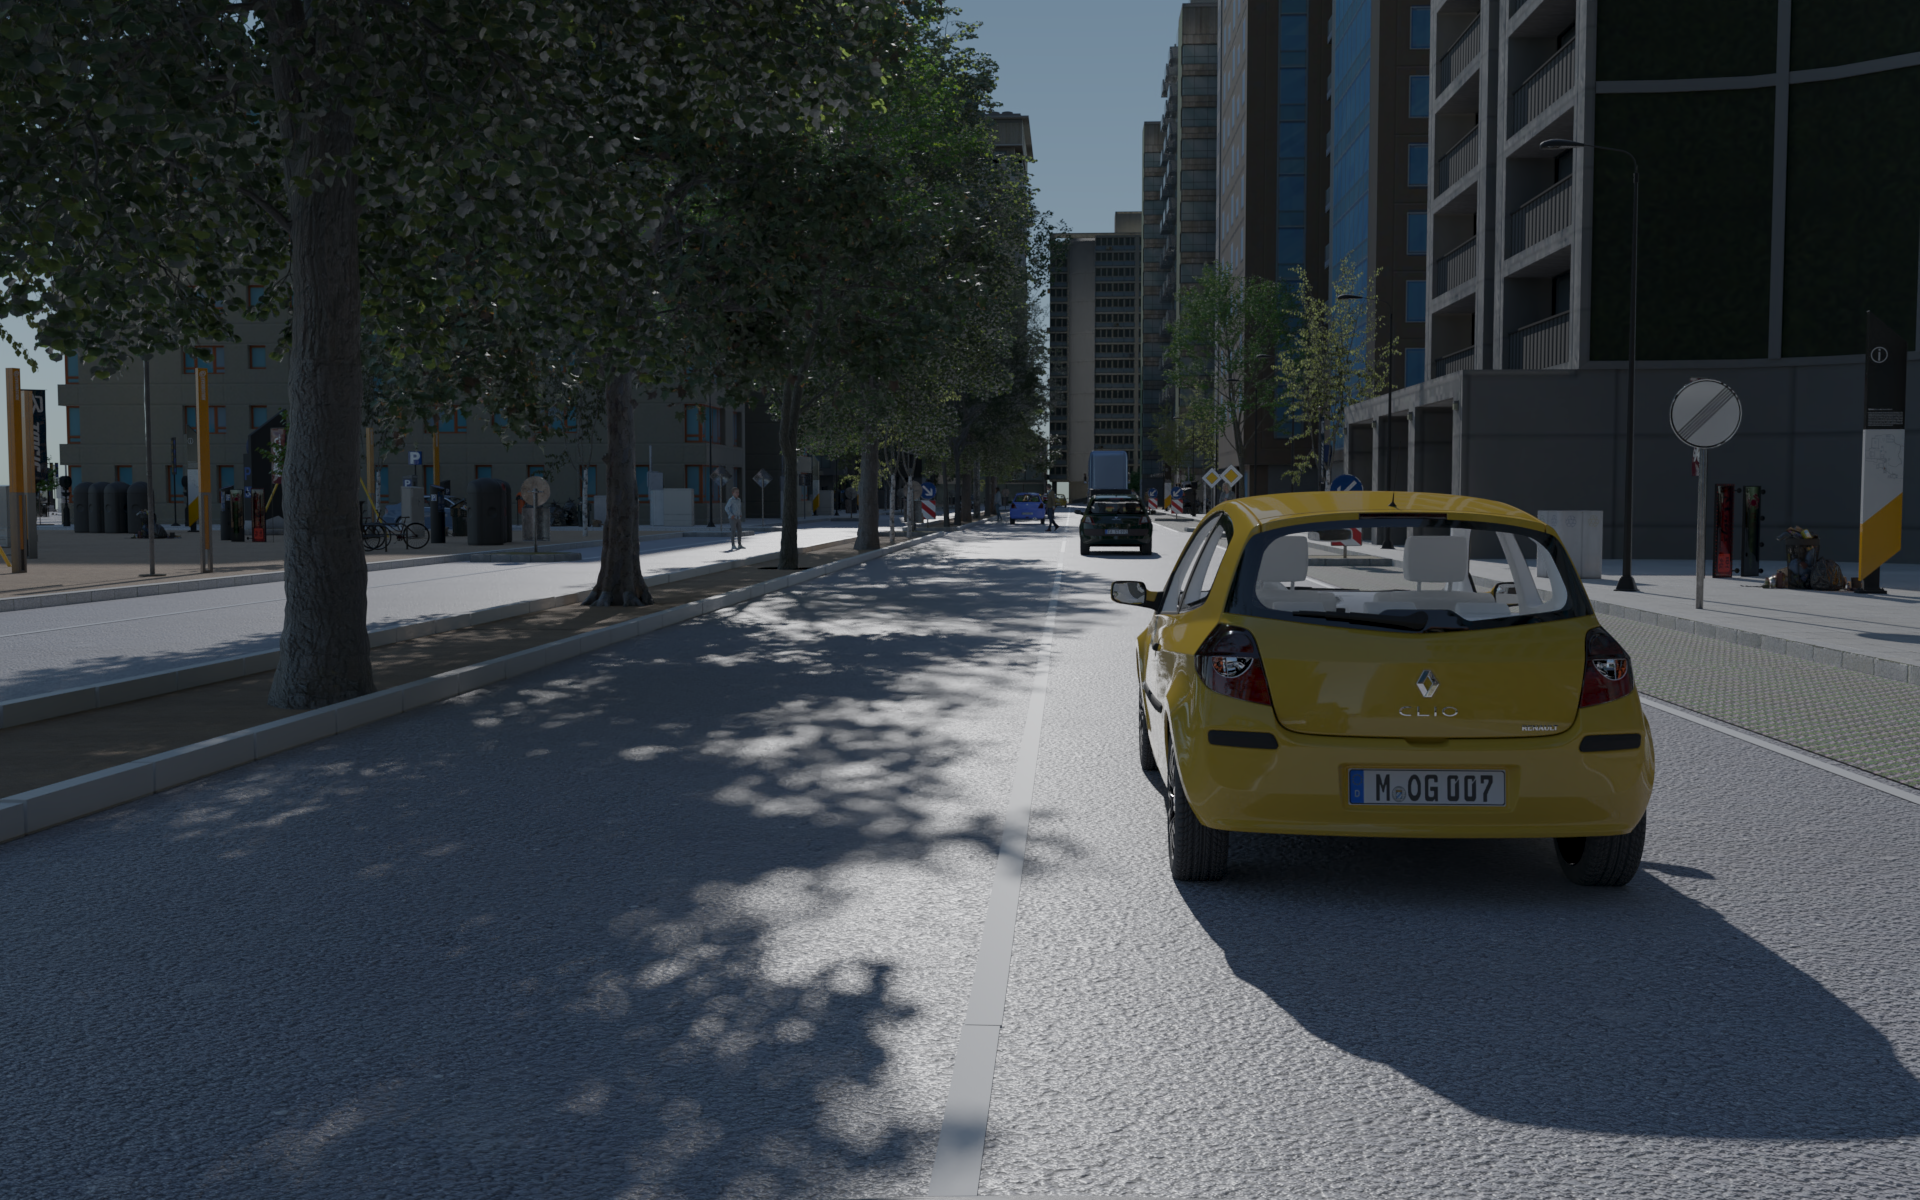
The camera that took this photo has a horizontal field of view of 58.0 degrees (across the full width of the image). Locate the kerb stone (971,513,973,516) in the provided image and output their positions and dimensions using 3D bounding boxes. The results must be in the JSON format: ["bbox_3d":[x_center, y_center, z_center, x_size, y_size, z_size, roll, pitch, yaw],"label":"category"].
[{"bbox_3d":[0.971,-5.731,115.927,0.120,0.150,1.000,0,4,4],"label":"kerb stone"}]

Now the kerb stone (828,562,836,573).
[{"bbox_3d":[-2.411,-0.557,31.304,0.120,0.150,1.000,0,4,4],"label":"kerb stone"}]

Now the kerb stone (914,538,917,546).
[{"bbox_3d":[-1.358,-1.558,47.663,0.120,0.150,1.000,0,4,4],"label":"kerb stone"}]

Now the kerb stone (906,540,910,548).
[{"bbox_3d":[-1.496,-1.433,45.624,0.120,0.150,1.000,0,4,4],"label":"kerb stone"}]

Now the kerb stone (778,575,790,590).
[{"bbox_3d":[-2.752,-0.245,26.195,0.120,0.150,1.000,0,4,4],"label":"kerb stone"}]

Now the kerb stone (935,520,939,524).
[{"bbox_3d":[-1.229,-3.666,82.129,0.120,0.150,1.000,0,4,4],"label":"kerb stone"}]

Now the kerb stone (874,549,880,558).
[{"bbox_3d":[-1.954,-0.996,38.474,0.120,0.150,1.000,0,4,4],"label":"kerb stone"}]

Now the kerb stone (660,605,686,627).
[{"bbox_3d":[-3.210,0.193,19.033,0.120,0.150,1.000,0,4,4],"label":"kerb stone"}]

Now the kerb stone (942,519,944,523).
[{"bbox_3d":[-1.027,-3.854,85.211,0.120,0.150,1.000,0,4,4],"label":"kerb stone"}]

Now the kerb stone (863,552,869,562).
[{"bbox_3d":[-2.085,-0.866,36.426,0.120,0.150,1.000,0,4,4],"label":"kerb stone"}]

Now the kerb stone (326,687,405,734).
[{"bbox_3d":[-3.745,0.694,10.841,0.120,0.150,1.000,0,4,4],"label":"kerb stone"}]

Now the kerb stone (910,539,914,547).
[{"bbox_3d":[-1.424,-1.493,46.643,0.120,0.150,1.000,0,4,4],"label":"kerb stone"}]

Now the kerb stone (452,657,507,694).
[{"bbox_3d":[-3.611,0.569,12.893,0.120,0.150,1.000,0,4,4],"label":"kerb stone"}]

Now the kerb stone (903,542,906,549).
[{"bbox_3d":[-1.553,-1.366,44.603,0.120,0.150,1.000,0,4,4],"label":"kerb stone"}]

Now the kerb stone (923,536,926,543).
[{"bbox_3d":[-1.161,-1.746,50.745,0.120,0.150,1.000,0,4,4],"label":"kerb stone"}]

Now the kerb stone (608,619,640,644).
[{"bbox_3d":[-3.346,0.322,16.980,0.120,0.150,1.000,0,4,4],"label":"kerb stone"}]

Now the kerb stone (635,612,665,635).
[{"bbox_3d":[-3.277,0.256,18.013,0.120,0.150,1.000,0,4,4],"label":"kerb stone"}]

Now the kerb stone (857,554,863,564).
[{"bbox_3d":[-2.148,-0.800,35.401,0.120,0.150,1.000,0,4,4],"label":"kerb stone"}]

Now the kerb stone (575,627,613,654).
[{"bbox_3d":[-3.411,0.382,15.953,0.120,0.150,1.000,0,4,4],"label":"kerb stone"}]

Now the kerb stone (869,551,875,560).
[{"bbox_3d":[-2.013,-0.931,37.447,0.120,0.150,1.000,0,4,4],"label":"kerb stone"}]

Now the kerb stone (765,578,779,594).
[{"bbox_3d":[-2.811,-0.182,25.175,0.120,0.150,1.000,0,4,4],"label":"kerb stone"}]

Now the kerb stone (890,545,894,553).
[{"bbox_3d":[-1.759,-1.178,41.543,0.120,0.150,1.000,0,4,4],"label":"kerb stone"}]

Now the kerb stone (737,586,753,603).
[{"bbox_3d":[-2.951,-0.057,23.122,0.120,0.150,1.000,0,4,4],"label":"kerb stone"}]

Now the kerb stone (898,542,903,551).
[{"bbox_3d":[-1.613,-1.308,43.583,0.120,0.150,1.000,0,4,4],"label":"kerb stone"}]

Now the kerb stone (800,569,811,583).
[{"bbox_3d":[-2.611,-0.370,28.240,0.120,0.150,1.000,0,4,4],"label":"kerb stone"}]

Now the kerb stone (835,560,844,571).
[{"bbox_3d":[-2.346,-0.620,32.328,0.120,0.150,1.000,0,4,4],"label":"kerb stone"}]

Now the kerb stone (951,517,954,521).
[{"bbox_3d":[-0.362,-4.476,95.480,0.120,0.150,1.000,0,4,4],"label":"kerb stone"}]

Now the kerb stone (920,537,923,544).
[{"bbox_3d":[-1.226,-1.681,49.716,0.120,0.150,1.000,0,4,4],"label":"kerb stone"}]

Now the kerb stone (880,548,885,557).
[{"bbox_3d":[-1.891,-1.055,39.496,0.120,0.150,1.000,0,4,4],"label":"kerb stone"}]

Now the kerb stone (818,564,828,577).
[{"bbox_3d":[-2.489,-0.494,30.280,0.120,0.150,1.000,0,4,4],"label":"kerb stone"}]

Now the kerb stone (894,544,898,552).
[{"bbox_3d":[-1.684,-1.246,42.563,0.120,0.150,1.000,0,4,4],"label":"kerb stone"}]

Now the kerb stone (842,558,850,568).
[{"bbox_3d":[-2.288,-0.682,33.349,0.120,0.150,1.000,0,4,4],"label":"kerb stone"}]

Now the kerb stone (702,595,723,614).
[{"bbox_3d":[-3.079,0.069,21.072,0.120,0.150,1.000,0,4,4],"label":"kerb stone"}]

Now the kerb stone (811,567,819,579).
[{"bbox_3d":[-2.550,-0.432,29.260,0.120,0.150,1.000,0,4,4],"label":"kerb stone"}]

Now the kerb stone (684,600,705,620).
[{"bbox_3d":[-3.151,0.131,20.053,0.120,0.150,1.000,0,4,4],"label":"kerb stone"}]

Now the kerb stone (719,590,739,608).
[{"bbox_3d":[-3.015,0.006,22.102,0.120,0.150,1.000,0,4,4],"label":"kerb stone"}]

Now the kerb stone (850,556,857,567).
[{"bbox_3d":[-2.218,-0.744,34.375,0.120,0.150,1.000,0,4,4],"label":"kerb stone"}]

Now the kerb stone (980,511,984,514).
[{"bbox_3d":[1.764,-6.484,128.208,0.120,0.150,1.000,0,4,4],"label":"kerb stone"}]

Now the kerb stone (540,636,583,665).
[{"bbox_3d":[-3.476,0.444,14.933,0.120,0.150,1.000,0,4,4],"label":"kerb stone"}]

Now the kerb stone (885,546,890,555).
[{"bbox_3d":[-1.815,-1.121,40.519,0.120,0.150,1.000,0,4,4],"label":"kerb stone"}]

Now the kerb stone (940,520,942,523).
[{"bbox_3d":[-1.090,-3.791,84.180,0.120,0.150,1.000,0,4,4],"label":"kerb stone"}]

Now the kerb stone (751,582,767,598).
[{"bbox_3d":[-2.880,-0.120,24.152,0.120,0.150,1.000,0,4,4],"label":"kerb stone"}]

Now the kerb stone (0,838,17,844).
[{"bbox_3d":[-4.010,0.954,6.755,0.120,0.150,1.000,0,4,4],"label":"kerb stone"}]

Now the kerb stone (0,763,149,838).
[{"bbox_3d":[-3.944,0.882,7.774,0.120,0.150,1.000,0,4,4],"label":"kerb stone"}]

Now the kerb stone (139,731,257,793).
[{"bbox_3d":[-3.881,0.819,8.798,0.120,0.150,1.000,0,4,4],"label":"kerb stone"}]

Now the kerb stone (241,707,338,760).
[{"bbox_3d":[-3.812,0.757,9.821,0.120,0.150,1.000,0,4,4],"label":"kerb stone"}]

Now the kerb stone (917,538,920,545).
[{"bbox_3d":[-1.293,-1.620,48.690,0.120,0.150,1.000,0,4,4],"label":"kerb stone"}]

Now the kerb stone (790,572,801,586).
[{"bbox_3d":[-2.674,-0.307,27.220,0.120,0.150,1.000,0,4,4],"label":"kerb stone"}]

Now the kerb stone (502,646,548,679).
[{"bbox_3d":[-3.541,0.507,13.913,0.120,0.150,1.000,0,4,4],"label":"kerb stone"}]

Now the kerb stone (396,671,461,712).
[{"bbox_3d":[-3.677,0.632,11.869,0.120,0.150,1.000,0,4,4],"label":"kerb stone"}]
